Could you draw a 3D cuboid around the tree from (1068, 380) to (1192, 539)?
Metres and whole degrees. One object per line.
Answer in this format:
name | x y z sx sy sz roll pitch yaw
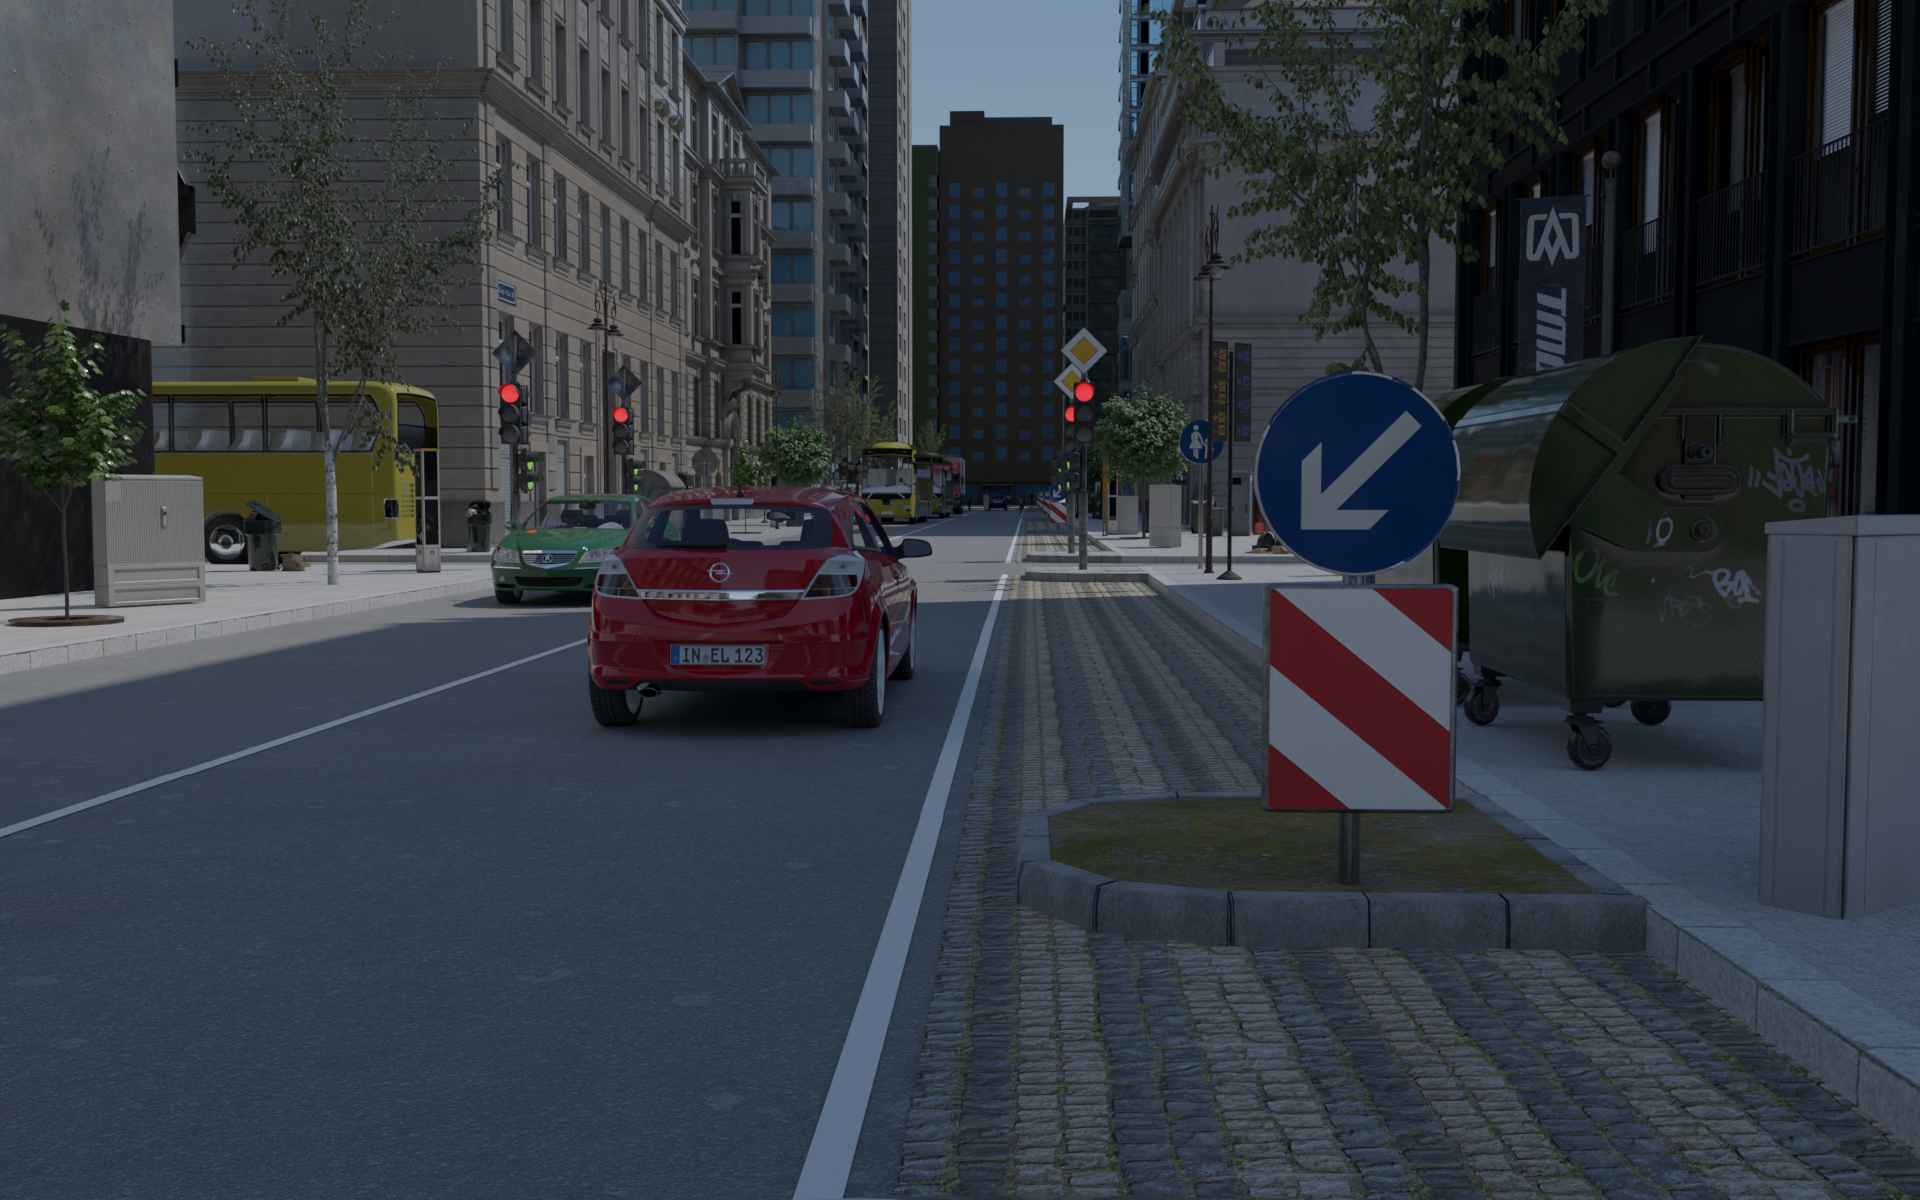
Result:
tree | 5.312 -4.056 50.029 4.285 4.588 4.351 0 3 0

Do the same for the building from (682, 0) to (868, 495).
building | -18.686 -31.086 127.872 23.786 49.044 30.456 0 4 2

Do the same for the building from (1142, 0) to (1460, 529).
building | 15.304 -14.252 74.816 13.314 21.916 24.055 0 4 2

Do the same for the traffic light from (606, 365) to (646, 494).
traffic light | -7.270 -2.977 37.599 0.839 4.253 0.868 0 4 2

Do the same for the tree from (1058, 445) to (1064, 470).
tree | 6.821 -6.834 95.445 4.285 4.588 4.351 0 3 0

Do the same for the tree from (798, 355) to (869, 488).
tree | -6.841 -8.675 92.193 4.360 8.622 3.978 0 3 0

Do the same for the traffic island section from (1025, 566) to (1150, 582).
traffic island section | 2.108 -0.433 29.368 2.009 0.180 2.903 0 4 2

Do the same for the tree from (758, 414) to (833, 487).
tree | -6.756 -5.377 71.629 4.285 4.588 4.351 0 3 0

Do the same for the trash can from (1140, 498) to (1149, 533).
trash can | 6.312 -2.787 57.223 0.748 1.137 0.748 0 3 0

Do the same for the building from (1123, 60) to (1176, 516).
building | 16.232 -18.470 99.240 12.463 27.353 25.104 0 4 2

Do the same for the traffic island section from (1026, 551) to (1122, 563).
traffic island section | 2.424 -0.921 37.347 2.009 0.180 2.903 0 4 2

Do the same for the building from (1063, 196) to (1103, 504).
building | 24.412 -31.874 213.023 23.993 40.220 32.217 0 4 2

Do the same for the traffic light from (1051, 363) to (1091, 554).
traffic light | 2.384 -2.955 37.235 0.839 4.253 0.868 0 4 2

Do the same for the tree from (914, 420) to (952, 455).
tree | -2.606 -13.562 172.103 4.737 8.622 4.395 0 3 0

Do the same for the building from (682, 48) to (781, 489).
building | -16.537 -16.108 82.456 14.460 24.649 34.723 0 4 2

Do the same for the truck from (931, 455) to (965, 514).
truck | -1.024 -8.361 125.622 2.839 4.237 11.283 0 4 2

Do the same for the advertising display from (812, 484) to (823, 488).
advertising display | -8.816 -6.165 106.017 0.974 1.923 0.123 3 4 36

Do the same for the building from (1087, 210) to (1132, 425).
building | 19.959 -24.839 177.816 14.160 30.474 14.107 0 4 2

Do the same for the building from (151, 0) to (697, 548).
building | -16.334 -15.610 52.486 12.463 27.353 25.104 0 4 2

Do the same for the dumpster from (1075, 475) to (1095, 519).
dumpster | 6.632 -5.377 90.411 1.502 2.255 1.985 0 4 2

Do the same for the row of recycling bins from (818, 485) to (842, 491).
row of recycling bins | -6.065 -4.535 81.258 1.069 1.692 3.534 0 4 3

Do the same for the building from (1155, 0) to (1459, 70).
building | 27.403 -26.620 127.120 32.217 40.220 23.993 0 4 2

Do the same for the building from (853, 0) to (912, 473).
building | -15.694 -45.049 174.801 20.611 71.187 20.563 0 4 2

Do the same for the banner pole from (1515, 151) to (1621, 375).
banner pole | 4.538 -1.396 12.837 0.863 3.779 0.401 1 4 21

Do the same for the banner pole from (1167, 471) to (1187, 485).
banner pole | 7.428 -4.268 59.801 0.863 3.779 0.401 1 4 9

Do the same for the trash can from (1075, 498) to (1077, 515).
trash can | 6.959 -5.472 101.115 0.748 1.137 0.748 0 3 0

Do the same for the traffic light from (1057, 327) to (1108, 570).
traffic light | 2.068 -2.467 29.256 0.839 4.253 0.868 0 4 2

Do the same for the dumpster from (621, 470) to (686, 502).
dumpster | -7.461 -2.226 42.147 1.264 1.857 1.865 0 4 2

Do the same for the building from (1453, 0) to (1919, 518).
building | 13.316 -11.494 17.605 12.332 23.373 15.834 0 4 2

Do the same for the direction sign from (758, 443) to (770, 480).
direction sign | -8.710 -5.209 77.158 0.379 3.537 0.876 -3 5 -42

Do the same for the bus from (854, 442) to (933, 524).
bus | -3.042 -5.757 85.680 2.896 3.916 12.252 0 4 4

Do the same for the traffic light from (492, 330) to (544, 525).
traffic light | -7.586 -2.489 29.620 0.839 4.253 0.868 0 4 2

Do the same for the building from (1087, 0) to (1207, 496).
building | 22.994 -51.424 153.456 22.319 86.520 31.000 0 4 2

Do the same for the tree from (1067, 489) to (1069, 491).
tree | 9.067 -8.712 137.039 1.663 3.219 1.824 0 3 0

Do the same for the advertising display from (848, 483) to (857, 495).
advertising display | -6.403 -5.828 100.502 0.974 1.923 0.123 -3 5 -41

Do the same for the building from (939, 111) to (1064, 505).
building | 5.013 -33.975 205.607 14.200 45.320 14.600 0 4 2

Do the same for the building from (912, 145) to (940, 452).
building | -9.133 -31.947 205.923 14.086 41.232 14.154 0 4 2

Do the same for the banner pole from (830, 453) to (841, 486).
banner pole | -7.091 -6.593 97.808 0.863 3.779 0.401 0 4 0

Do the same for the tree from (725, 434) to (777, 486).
tree | -6.964 -3.758 56.046 1.663 3.219 1.824 0 3 0

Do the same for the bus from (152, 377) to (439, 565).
bus | -16.638 -2.593 33.942 12.252 3.916 2.896 0 4 2

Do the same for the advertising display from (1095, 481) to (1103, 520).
advertising display | 6.971 -5.002 86.995 0.123 1.923 0.974 -1 4 -13

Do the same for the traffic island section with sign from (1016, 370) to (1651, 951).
traffic island section with sign | 1.207 0.138 6.379 1.989 1.847 2.006 0 4 2

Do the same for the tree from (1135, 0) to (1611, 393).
tree | 4.151 -4.055 16.661 4.737 8.622 4.395 0 3 0

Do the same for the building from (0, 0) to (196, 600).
building | -20.009 -9.291 19.353 16.811 18.784 16.820 0 4 2

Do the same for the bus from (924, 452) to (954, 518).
bus | -1.934 -6.942 105.045 2.896 3.916 12.252 0 4 2

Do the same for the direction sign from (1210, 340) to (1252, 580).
direction sign | 4.039 -2.072 25.879 0.876 3.537 0.379 -3 5 -40
